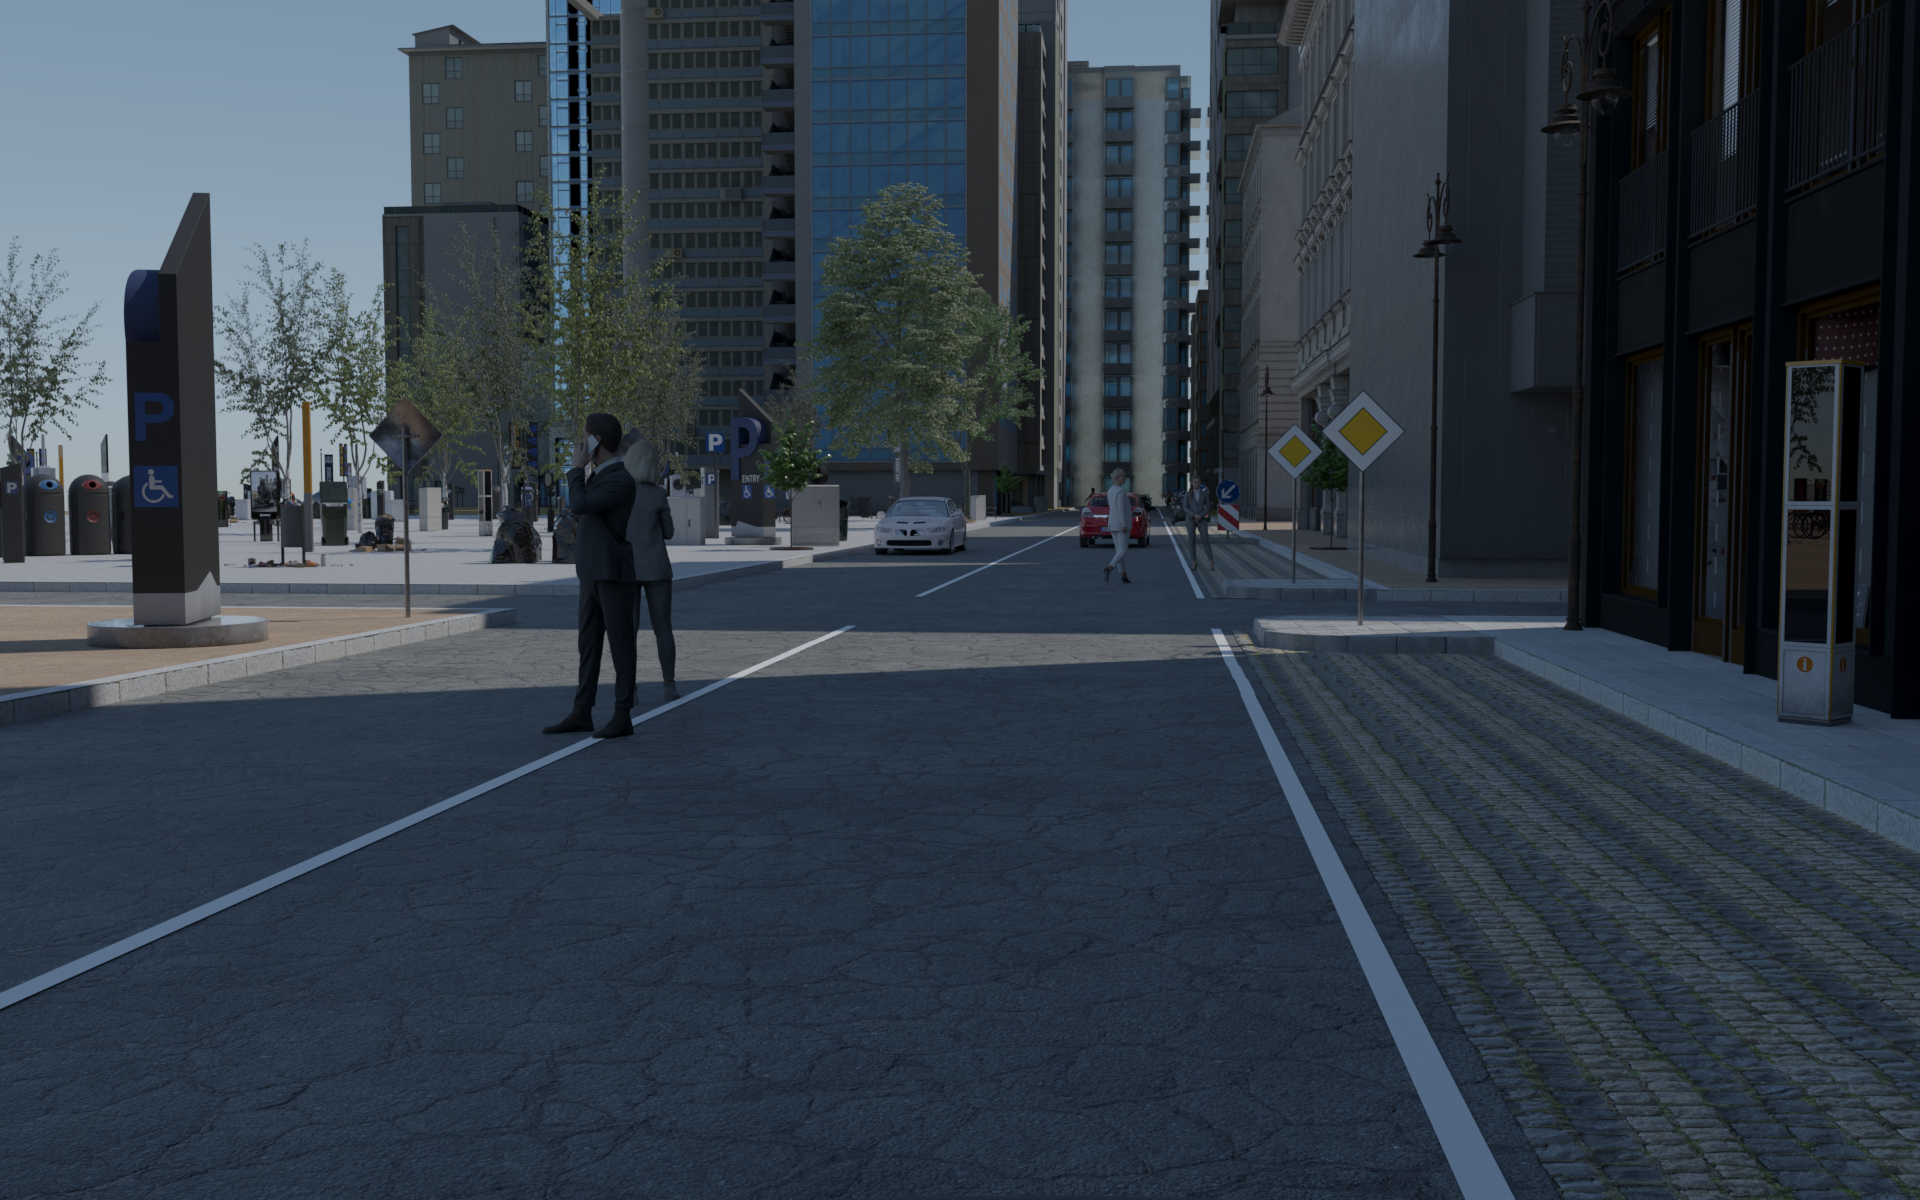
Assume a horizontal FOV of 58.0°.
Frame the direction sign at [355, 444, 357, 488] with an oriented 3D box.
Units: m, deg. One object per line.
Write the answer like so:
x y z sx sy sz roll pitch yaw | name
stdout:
-27.335 -5.288 78.463 0.379 3.537 0.876 -1 4 -22 | direction sign

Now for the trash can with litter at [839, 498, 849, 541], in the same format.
-3.389 -2.193 47.241 0.624 1.170 1.055 -1 4 -16 | trash can with litter

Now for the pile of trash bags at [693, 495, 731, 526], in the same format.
-10.869 -3.758 71.202 3.447 1.369 1.912 0 4 6 | pile of trash bags

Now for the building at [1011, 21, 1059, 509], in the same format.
0.882 -28.283 146.029 14.154 41.232 14.086 0 4 6 | building

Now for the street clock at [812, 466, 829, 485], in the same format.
-3.554 -2.402 43.839 0.358 2.002 0.471 -3 5 -42 | street clock

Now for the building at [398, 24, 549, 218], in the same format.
-46.088 -37.542 203.053 27.495 52.752 28.713 0 4 6 | building

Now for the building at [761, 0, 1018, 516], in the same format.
-3.839 -27.997 107.869 14.600 45.320 14.200 0 4 6 | building

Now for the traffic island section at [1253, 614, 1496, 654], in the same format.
3.928 0.328 16.919 2.009 0.180 2.903 0 4 6 | traffic island section

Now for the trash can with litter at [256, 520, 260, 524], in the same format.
-29.451 -3.804 73.578 1.055 1.170 0.624 -3 5 -44 | trash can with litter

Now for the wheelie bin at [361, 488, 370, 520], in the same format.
-29.425 -4.675 84.338 0.693 1.594 0.980 0 4 6 | wheelie bin

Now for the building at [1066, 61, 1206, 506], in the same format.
11.449 -35.170 194.634 30.456 49.044 23.786 0 4 6 | building

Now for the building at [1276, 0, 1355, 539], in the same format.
16.437 -12.819 60.501 10.553 20.767 40.483 0 4 6 | building

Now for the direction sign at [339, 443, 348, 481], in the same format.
-27.530 -5.223 77.388 0.379 3.537 0.876 0 4 2 | direction sign

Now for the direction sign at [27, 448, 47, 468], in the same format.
-45.776 -5.747 85.958 0.876 3.537 0.379 -2 4 -26 | direction sign

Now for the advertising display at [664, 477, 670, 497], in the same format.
-11.389 -3.802 67.375 0.123 1.923 0.974 -1 4 -16 | advertising display

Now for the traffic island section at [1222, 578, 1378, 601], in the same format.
4.804 -0.157 24.856 2.009 0.180 2.903 0 4 6 | traffic island section

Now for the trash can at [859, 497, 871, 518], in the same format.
-5.115 -5.010 93.561 0.748 1.137 0.748 0 3 0 | trash can

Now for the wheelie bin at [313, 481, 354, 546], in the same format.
-15.593 -2.148 43.033 0.980 1.594 0.693 -2 4 -24 | wheelie bin

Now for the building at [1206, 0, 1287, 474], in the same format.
32.591 -33.061 129.785 28.713 52.752 27.495 0 4 6 | building

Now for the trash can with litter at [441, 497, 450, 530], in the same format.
-18.835 -3.105 62.162 1.055 1.170 0.624 1 4 20 | trash can with litter

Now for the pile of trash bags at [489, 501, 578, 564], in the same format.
-7.149 -1.390 32.477 3.447 1.369 1.912 0 4 8 | pile of trash bags

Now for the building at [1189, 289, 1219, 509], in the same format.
35.380 -19.218 159.260 27.650 21.520 28.899 0 4 6 | building

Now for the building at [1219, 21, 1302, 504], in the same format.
23.494 -20.661 109.507 14.160 30.474 14.107 0 4 6 | building

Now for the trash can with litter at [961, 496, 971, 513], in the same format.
0.607 -5.276 97.648 1.055 1.170 0.624 0 4 -1 | trash can with litter

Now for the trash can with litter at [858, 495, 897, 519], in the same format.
-3.944 -4.842 90.216 2.233 1.210 1.678 0 4 5 | trash can with litter

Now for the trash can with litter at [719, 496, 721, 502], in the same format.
-12.920 -4.768 89.015 2.233 1.210 1.678 -3 5 -42 | trash can with litter

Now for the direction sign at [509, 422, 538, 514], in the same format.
-13.693 -3.816 54.396 0.876 3.537 0.379 0 4 -8 | direction sign

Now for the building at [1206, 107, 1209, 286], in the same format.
42.329 -34.939 190.861 30.456 49.044 23.786 0 4 6 | building

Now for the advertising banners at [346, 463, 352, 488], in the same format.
-33.439 -6.117 96.206 2.074 3.025 0.090 2 4 34 | advertising banners

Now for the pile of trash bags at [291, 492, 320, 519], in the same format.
-33.618 -4.841 88.900 1.912 1.369 3.447 1 4 9 | pile of trash bags

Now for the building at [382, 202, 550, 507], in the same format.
-48.634 -24.679 175.209 14.107 30.474 14.160 0 4 6 | building

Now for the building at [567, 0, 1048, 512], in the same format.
-9.955 -26.682 128.133 32.217 40.220 23.993 0 4 6 | building

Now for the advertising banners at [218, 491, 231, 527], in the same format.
-29.286 -4.330 66.980 2.074 3.025 0.090 0 4 0 | advertising banners

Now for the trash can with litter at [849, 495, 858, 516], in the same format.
-6.391 -5.430 99.839 2.233 1.210 1.678 0 4 -1 | trash can with litter

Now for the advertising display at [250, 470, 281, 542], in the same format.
-18.774 -2.545 46.826 0.974 1.923 0.123 2 4 24 | advertising display

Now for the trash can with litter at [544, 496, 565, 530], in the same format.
-14.479 -3.131 62.242 1.678 1.210 2.233 0 4 -5 | trash can with litter

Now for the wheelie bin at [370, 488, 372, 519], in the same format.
-30.863 -5.034 90.208 0.980 1.594 0.693 2 4 28 | wheelie bin

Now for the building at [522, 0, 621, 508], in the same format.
-26.469 -52.282 167.488 31.000 86.520 22.319 0 4 6 | building

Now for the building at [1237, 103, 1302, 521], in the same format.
19.660 -14.714 89.724 9.793 20.994 18.267 0 4 6 | building

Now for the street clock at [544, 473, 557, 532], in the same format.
-13.790 -3.289 58.347 0.471 2.002 0.358 3 5 42 | street clock

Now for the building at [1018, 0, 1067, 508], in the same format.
-0.424 -44.535 166.405 20.611 71.187 20.563 0 4 6 | building

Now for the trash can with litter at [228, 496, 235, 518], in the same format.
-38.428 -4.854 90.744 0.624 1.170 1.055 2 4 24 | trash can with litter

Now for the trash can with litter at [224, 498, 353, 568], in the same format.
-12.062 -1.206 30.771 2.233 1.210 1.678 2 4 25 | trash can with litter
